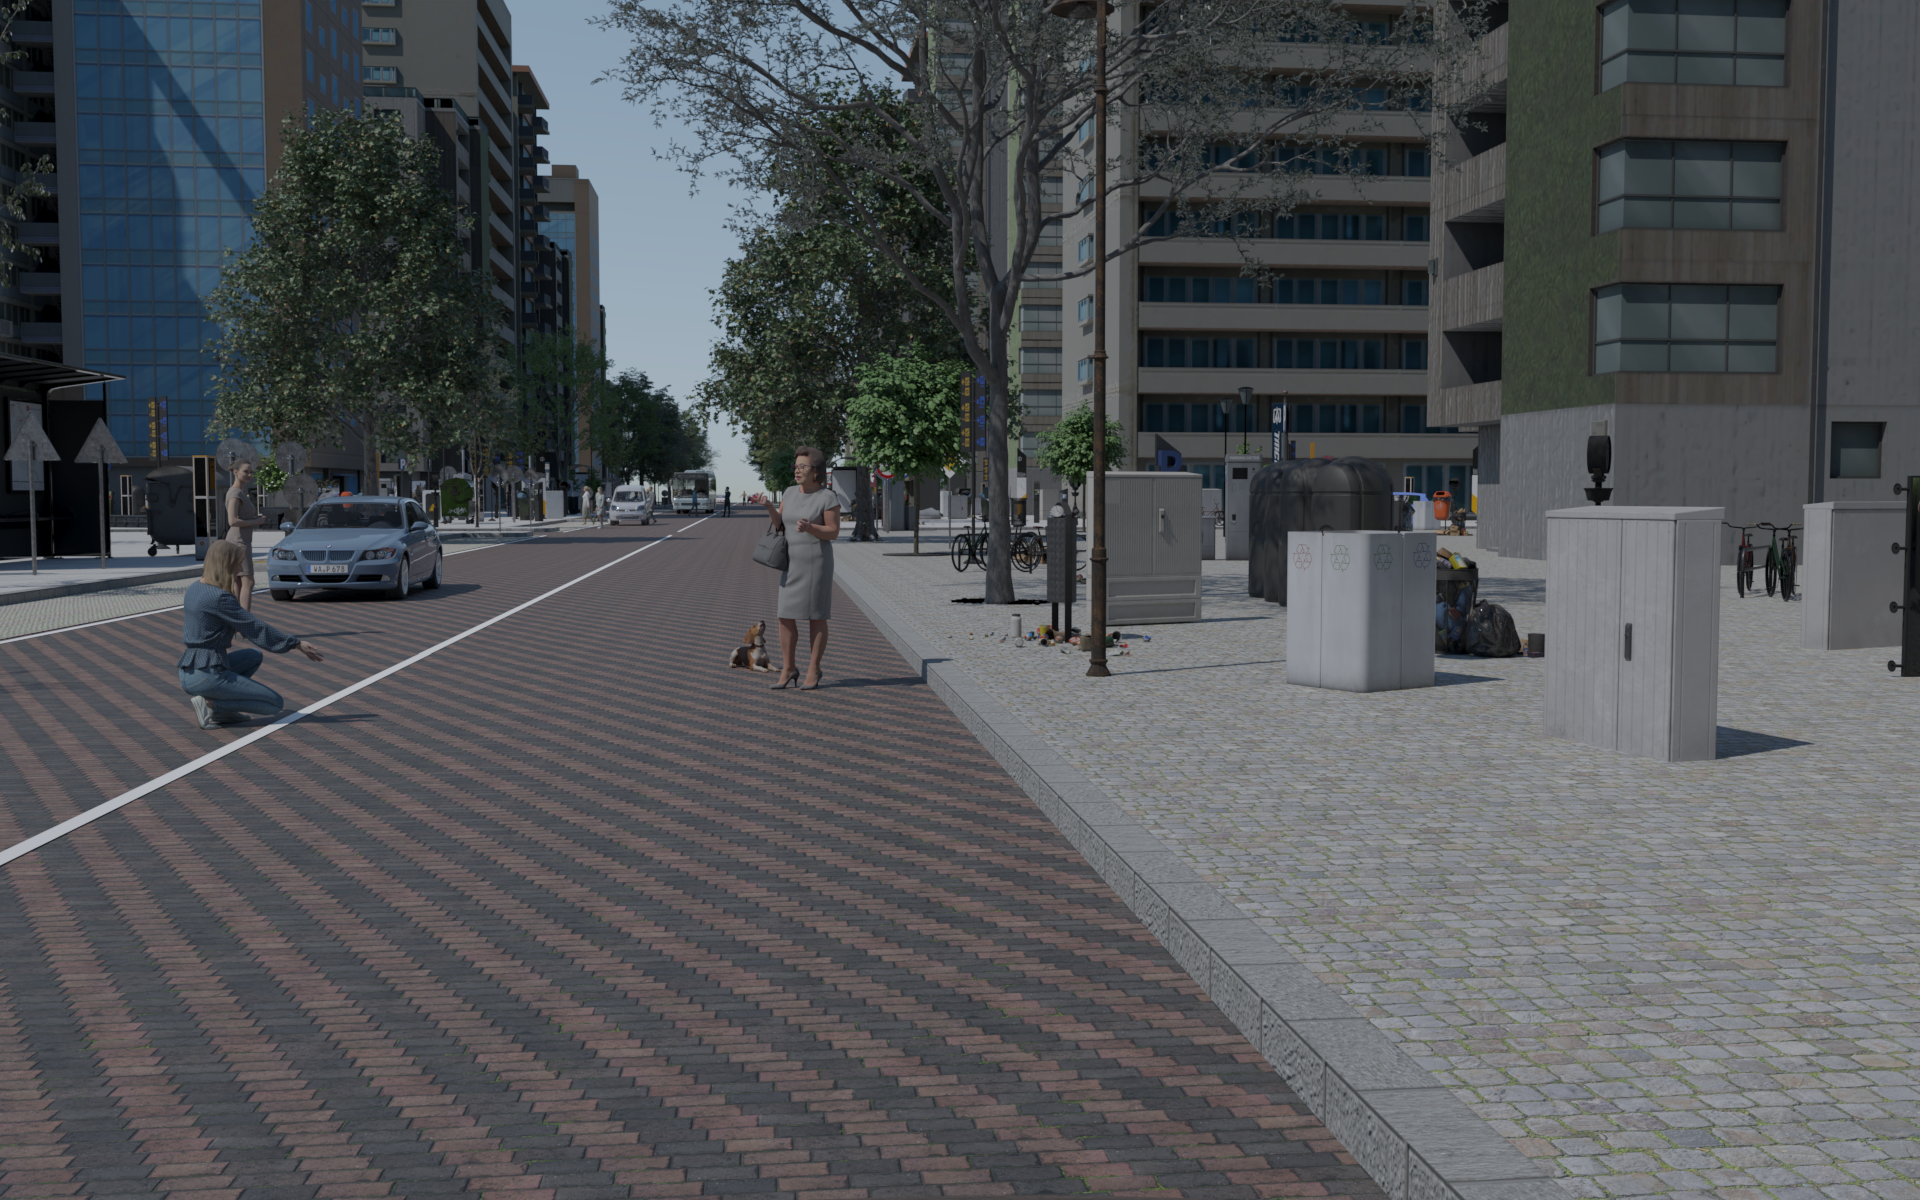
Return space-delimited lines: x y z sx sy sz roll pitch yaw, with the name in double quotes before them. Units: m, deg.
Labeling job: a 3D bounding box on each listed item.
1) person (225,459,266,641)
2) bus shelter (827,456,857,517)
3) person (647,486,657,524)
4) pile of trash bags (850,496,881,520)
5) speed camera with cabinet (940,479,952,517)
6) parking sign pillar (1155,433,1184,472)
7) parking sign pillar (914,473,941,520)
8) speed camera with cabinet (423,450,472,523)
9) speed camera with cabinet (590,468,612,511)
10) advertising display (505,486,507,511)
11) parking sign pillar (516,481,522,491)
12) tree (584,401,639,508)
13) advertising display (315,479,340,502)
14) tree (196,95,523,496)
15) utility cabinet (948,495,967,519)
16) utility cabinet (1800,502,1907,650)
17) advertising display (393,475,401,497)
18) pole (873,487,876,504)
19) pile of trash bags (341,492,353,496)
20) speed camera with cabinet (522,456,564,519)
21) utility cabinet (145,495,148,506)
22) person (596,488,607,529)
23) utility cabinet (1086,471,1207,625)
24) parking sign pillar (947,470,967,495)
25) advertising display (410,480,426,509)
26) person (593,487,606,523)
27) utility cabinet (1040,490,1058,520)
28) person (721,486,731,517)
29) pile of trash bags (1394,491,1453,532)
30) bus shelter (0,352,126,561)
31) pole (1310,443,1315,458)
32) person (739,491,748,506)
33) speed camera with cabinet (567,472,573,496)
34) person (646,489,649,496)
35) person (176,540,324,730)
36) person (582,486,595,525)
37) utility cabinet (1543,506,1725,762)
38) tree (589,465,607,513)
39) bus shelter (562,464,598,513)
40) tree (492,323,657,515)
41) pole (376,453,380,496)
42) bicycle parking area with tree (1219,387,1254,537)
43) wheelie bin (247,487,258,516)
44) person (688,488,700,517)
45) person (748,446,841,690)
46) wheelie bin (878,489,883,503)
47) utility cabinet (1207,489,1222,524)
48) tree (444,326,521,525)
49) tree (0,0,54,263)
"person" -7.048 -0.505 17.096 0.374 1.781 0.599 -1 4 -18
"bus shelter" -6.189 -6.192 95.166 2.014 3.302 5.546 0 4 -7
"person" -15.019 -4.607 83.922 0.767 1.812 0.694 -2 4 -29
"pile of trash bags" -4.594 -4.727 87.032 1.912 1.369 3.447 -1 4 -19
"speed camera with cabinet" -1.036 -6.377 98.601 0.660 3.252 2.038 -1 4 -19
"parking sign pillar" 9.328 -5.421 77.100 1.447 3.967 1.447 -2 4 -24
"parking sign pillar" -1.670 -6.059 87.541 1.447 3.967 1.447 1 4 10
"speed camera with cabinet" -22.763 -5.047 76.862 2.038 3.252 0.660 0 4 -2
"speed camera with cabinet" -27.022 -8.282 129.750 2.038 3.252 0.660 2 4 35
"advertising display" -31.824 -7.173 122.487 0.123 1.923 0.974 2 4 26
"parking sign pillar" -34.612 -9.007 135.733 1.447 3.967 1.447 0 4 -5
"tree" -27.921 -11.477 138.011 4.737 8.622 4.395 0 3 0
"advertising display" -26.699 -4.157 73.175 0.974 1.923 0.123 -2 4 -29
"tree" -17.285 -8.150 50.255 9.611 12.733 9.660 0 3 0
"utility cabinet" -0.112 -4.716 88.265 1.020 1.237 0.306 -2 4 -33
"utility cabinet" 7.522 -0.206 14.524 1.020 1.237 0.306 -2 4 -25
"advertising display" -18.723 -3.206 57.624 0.123 1.923 0.974 -2 4 -24
"pole" -4.443 -5.937 90.908 0.158 3.312 0.155 0 3 0
"pile of trash bags" -25.099 -3.842 72.577 1.912 1.369 3.447 0 4 2
"speed camera with cabinet" -21.769 -5.872 90.340 2.038 3.252 0.660 -2 4 -28
"utility cabinet" -40.305 -4.570 85.881 1.020 1.237 0.306 0 4 5
"person" -14.959 -3.833 72.177 0.522 1.701 0.512 -3 4 -39
"utility cabinet" 1.822 -0.510 17.024 1.173 1.500 0.318 -2 4 -28
"parking sign pillar" -0.205 -7.901 117.647 1.447 3.967 1.447 1 4 21
"advertising display" -24.943 -4.559 79.751 0.123 1.923 0.974 2 4 25
"person" -18.033 -4.747 86.599 0.515 1.767 0.782 -2 4 -33
"utility cabinet" 4.294 -4.628 84.347 0.318 1.500 1.173 3 5 43
"person" -14.487 -6.090 107.436 0.648 1.900 0.474 3 5 45
"pile of trash bags" 14.284 -2.831 56.041 3.447 1.369 1.912 3 5 40
"bus shelter" -17.098 -2.458 31.466 1.731 3.624 6.357 0 4 -7
"pole" 13.956 -4.575 68.652 0.158 3.312 0.155 0 3 0
"person" -26.255 -12.360 210.596 1.348 1.823 0.705 2 4 24
"speed camera with cabinet" -25.964 -7.164 111.459 2.038 3.252 0.660 0 4 -4
"person" -22.170 -7.005 123.207 0.728 1.800 0.709 3 4 38
"person" -4.545 0.193 10.840 0.738 1.151 1.012 -3 5 -42
"person" -17.177 -4.357 79.967 0.641 1.798 0.478 0 4 7
"utility cabinet" 3.375 0.146 8.768 0.306 1.237 1.020 -1 4 -16
"tree" -24.629 -7.443 116.296 1.663 3.219 1.824 0 3 0
"bus shelter" -26.186 -7.699 119.794 2.014 3.302 5.546 0 4 -7
"tree" -24.453 -11.051 106.434 9.928 11.665 9.643 0 3 0
"pole" -28.782 -5.611 85.577 0.158 3.312 0.155 0 3 0
"bicycle parking area with tree" 7.628 -3.797 49.089 9.016 4.147 8.231 1 4 16
"wheelie bin" -33.557 -4.568 82.593 0.980 1.594 0.693 -2 4 -26
"person" -16.928 -6.225 110.148 0.748 1.841 0.638 0 4 7
"person" -1.242 -0.233 12.665 0.716 1.782 0.532 2 4 29
"wheelie bin" -4.881 -6.002 106.037 0.980 1.594 0.693 0 4 3
"utility cabinet" 10.635 -3.992 73.943 1.173 1.500 0.318 -2 4 -33
"tree" -19.731 -7.345 70.453 4.360 8.622 3.978 0 3 0
"tree" -14.171 -4.445 23.044 4.360 8.622 3.978 0 3 0
